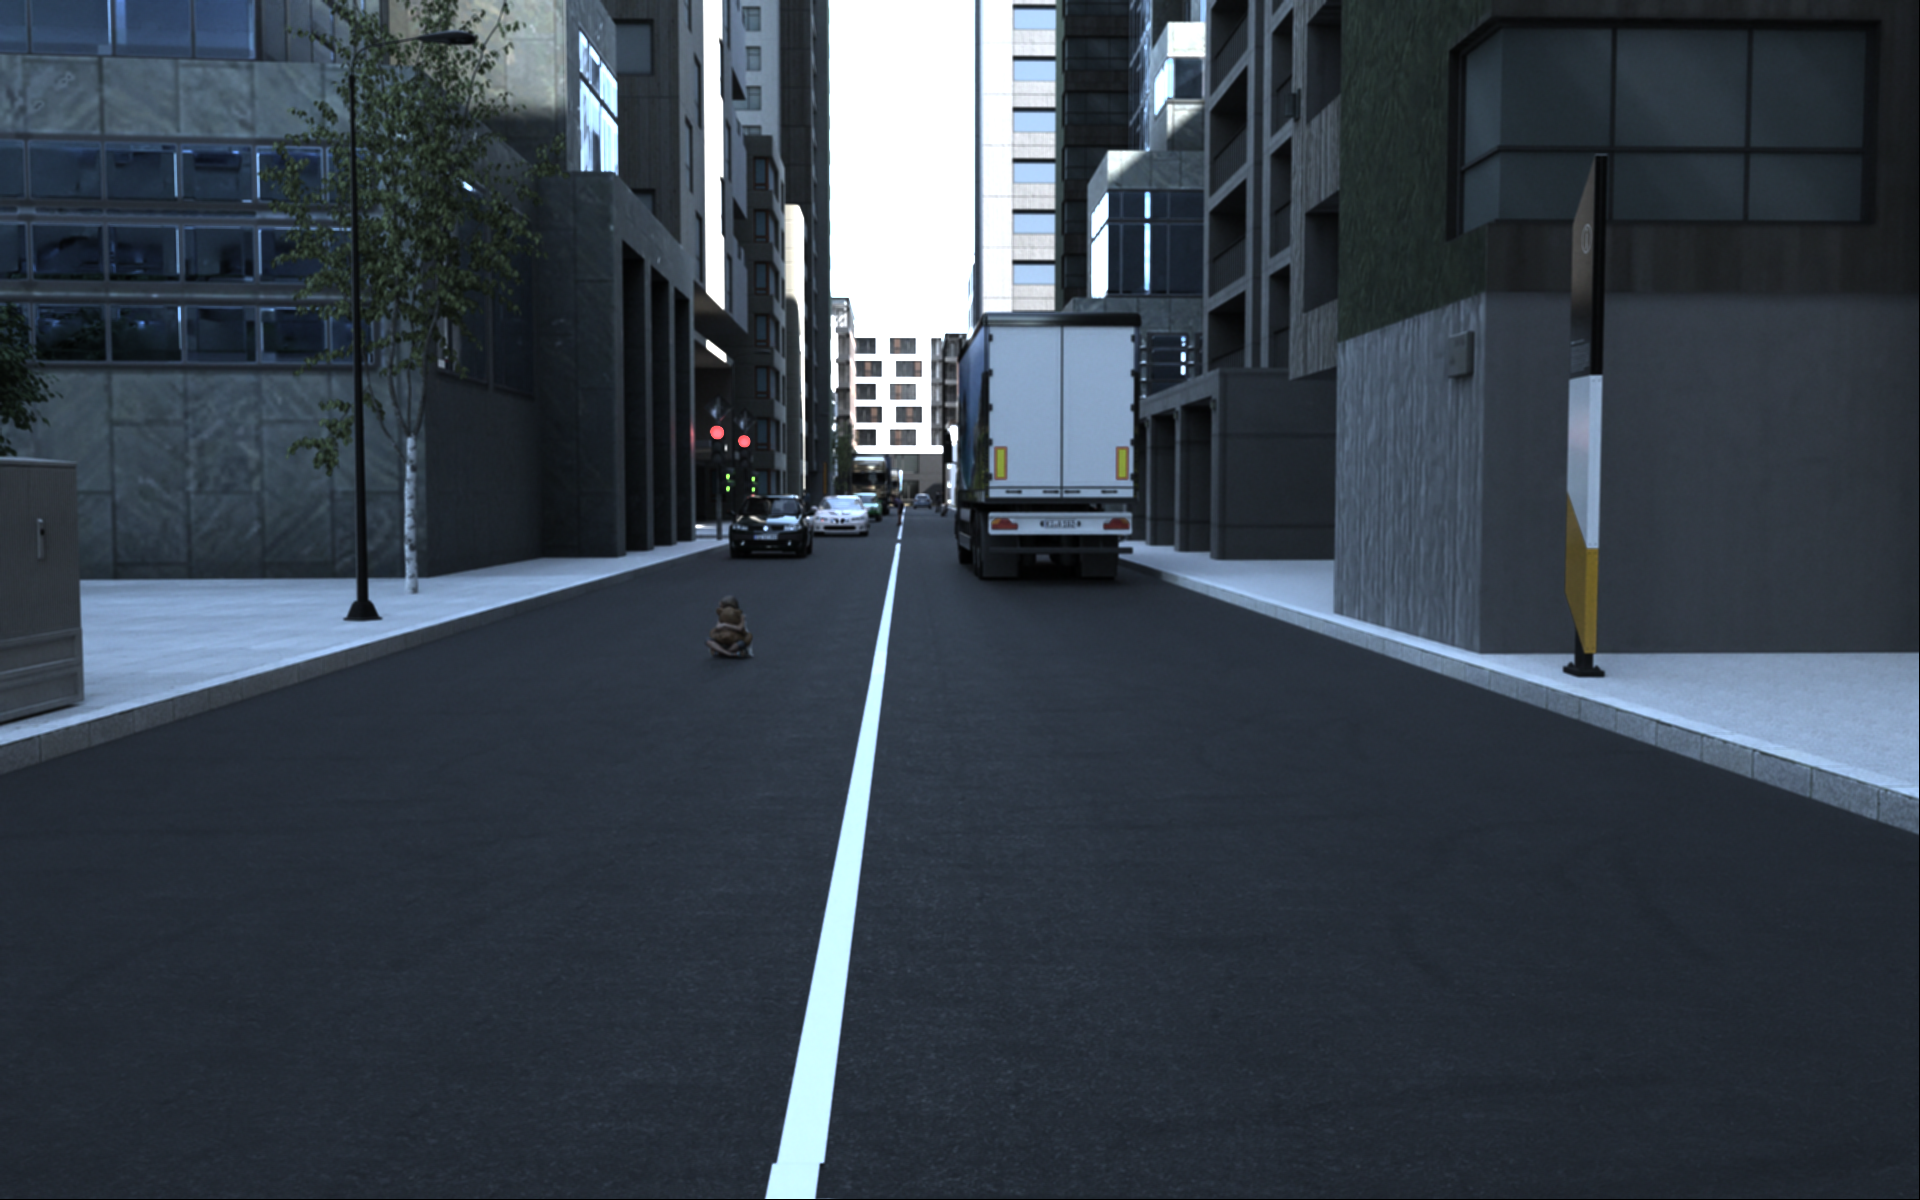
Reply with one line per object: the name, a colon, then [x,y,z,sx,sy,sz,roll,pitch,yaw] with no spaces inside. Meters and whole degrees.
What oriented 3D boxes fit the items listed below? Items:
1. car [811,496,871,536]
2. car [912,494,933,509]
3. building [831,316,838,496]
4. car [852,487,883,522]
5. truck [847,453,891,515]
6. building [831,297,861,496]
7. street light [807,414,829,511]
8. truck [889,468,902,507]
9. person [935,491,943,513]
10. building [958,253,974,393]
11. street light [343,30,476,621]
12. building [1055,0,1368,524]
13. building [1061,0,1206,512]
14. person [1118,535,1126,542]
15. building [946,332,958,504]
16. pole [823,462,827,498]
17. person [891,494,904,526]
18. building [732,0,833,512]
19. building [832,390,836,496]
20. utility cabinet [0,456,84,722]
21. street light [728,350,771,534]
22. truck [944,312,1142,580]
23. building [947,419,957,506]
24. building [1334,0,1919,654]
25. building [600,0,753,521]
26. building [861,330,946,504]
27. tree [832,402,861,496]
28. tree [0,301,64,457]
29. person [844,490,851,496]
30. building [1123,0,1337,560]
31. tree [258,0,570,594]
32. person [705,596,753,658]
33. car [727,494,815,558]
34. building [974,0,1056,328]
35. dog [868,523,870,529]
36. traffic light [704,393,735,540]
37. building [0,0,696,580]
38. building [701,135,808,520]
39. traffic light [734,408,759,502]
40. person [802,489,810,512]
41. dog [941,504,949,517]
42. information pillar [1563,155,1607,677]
car: [-4.127,-2.935,60.349,2.083,1.381,4.827,0,4,-2]
car: [-3.648,-9.564,168.368,2.014,1.417,4.499,0,4,-1]
building: [-19.724,-18.926,165.858,16.016,20.091,11.380,0,4,-2]
car: [-5.043,-5.058,91.489,1.959,1.807,4.718,0,4,-1]
truck: [-6.167,-8.050,120.532,2.839,4.237,11.283,0,4,-1]
building: [-28.123,-21.333,192.771,32.646,21.610,27.936,0,4,-2]
street light: [-8.247,-7.813,100.290,1.470,5.913,1.316,0,4,-2]
truck: [-7.815,-12.354,190.907,2.839,4.237,11.283,0,4,0]
person: [-1.633,-7.644,134.285,0.445,1.727,0.742,2,4,30]
building: [14.475,-19.556,163.723,27.936,21.610,32.646,0,4,-2]
street light: [-5.552,-2.750,17.504,1.470,5.913,1.316,0,4,-2]
building: [11.683,-19.371,88.417,14.160,30.474,14.107,0,4,-2]
building: [18.847,-46.082,66.119,31.000,86.520,22.319,0,4,-2]
person: [4.206,-1.818,46.245,0.381,0.543,0.357,3,5,43]
building: [14.041,-23.596,229.767,32.646,21.610,27.936,0,4,-2]
pole: [-8.612,-7.140,110.587,0.158,3.312,0.155,0,3,0]
person: [-2.844,-4.101,78.776,0.697,1.427,0.421,-2,4,-35]
building: [-16.170,-26.644,119.228,14.154,41.232,14.086,0,4,-2]
building: [-14.990,-12.498,146.483,9.099,9.664,28.070,0,4,-2]
utility cabinet: [-5.456,-0.077,9.936,0.318,1.500,1.173,0,4,-2]
street light: [-6.802,-5.109,56.077,1.470,5.913,1.316,0,4,-2]
truck: [1.295,-2.654,32.308,2.839,4.237,11.283,0,4,-3]
building: [3.388,-15.408,194.063,9.099,9.664,28.070,0,4,-2]
building: [10.974,-15.188,20.025,14.160,30.474,14.107,0,4,-2]
building: [-22.843,-29.260,67.640,28.713,52.752,27.495,0,4,-2]
building: [-18.852,-23.561,229.198,32.646,21.610,27.936,0,4,-2]
tree: [-10.224,-10.979,129.866,4.737,8.622,4.395,0,3,0]
tree: [-13.367,-2.365,22.387,4.285,4.588,4.351,0,3,0]
person: [-11.555,-10.510,178.408,0.617,1.759,0.750,3,4,37]
building: [15.064,-36.581,36.346,20.563,71.187,20.611,0,4,-2]
tree: [-7.131,-4.403,22.356,4.737,8.622,4.395,0,3,0]
person: [-2.017,0.232,15.183,0.381,0.543,0.357,1,4,13]
car: [-4.360,-1.863,40.252,2.009,1.686,4.222,0,4,-2]
building: [11.420,-35.162,116.896,21.231,58.520,28.212,0,4,-2]
dog: [-3.931,-3.283,70.514,0.513,0.831,0.800,1,4,11]
traffic light: [-6.696,-3.626,48.201,0.839,4.253,0.868,0,4,-2]
building: [-22.453,-44.098,33.674,31.000,86.520,22.319,0,4,-2]
building: [-23.289,-15.456,97.747,27.650,21.520,28.899,0,4,-2]
traffic light: [-6.942,-4.114,56.182,0.839,4.253,0.868,0,4,-2]
person: [-8.139,-5.094,91.538,0.429,1.552,0.499,0,4,-4]
dog: [-0.994,-5.747,110.804,0.513,0.831,0.800,-1,4,-9]
information pillar: [4.430,-1.279,12.267,0.183,3.616,0.504,0,4,2]
